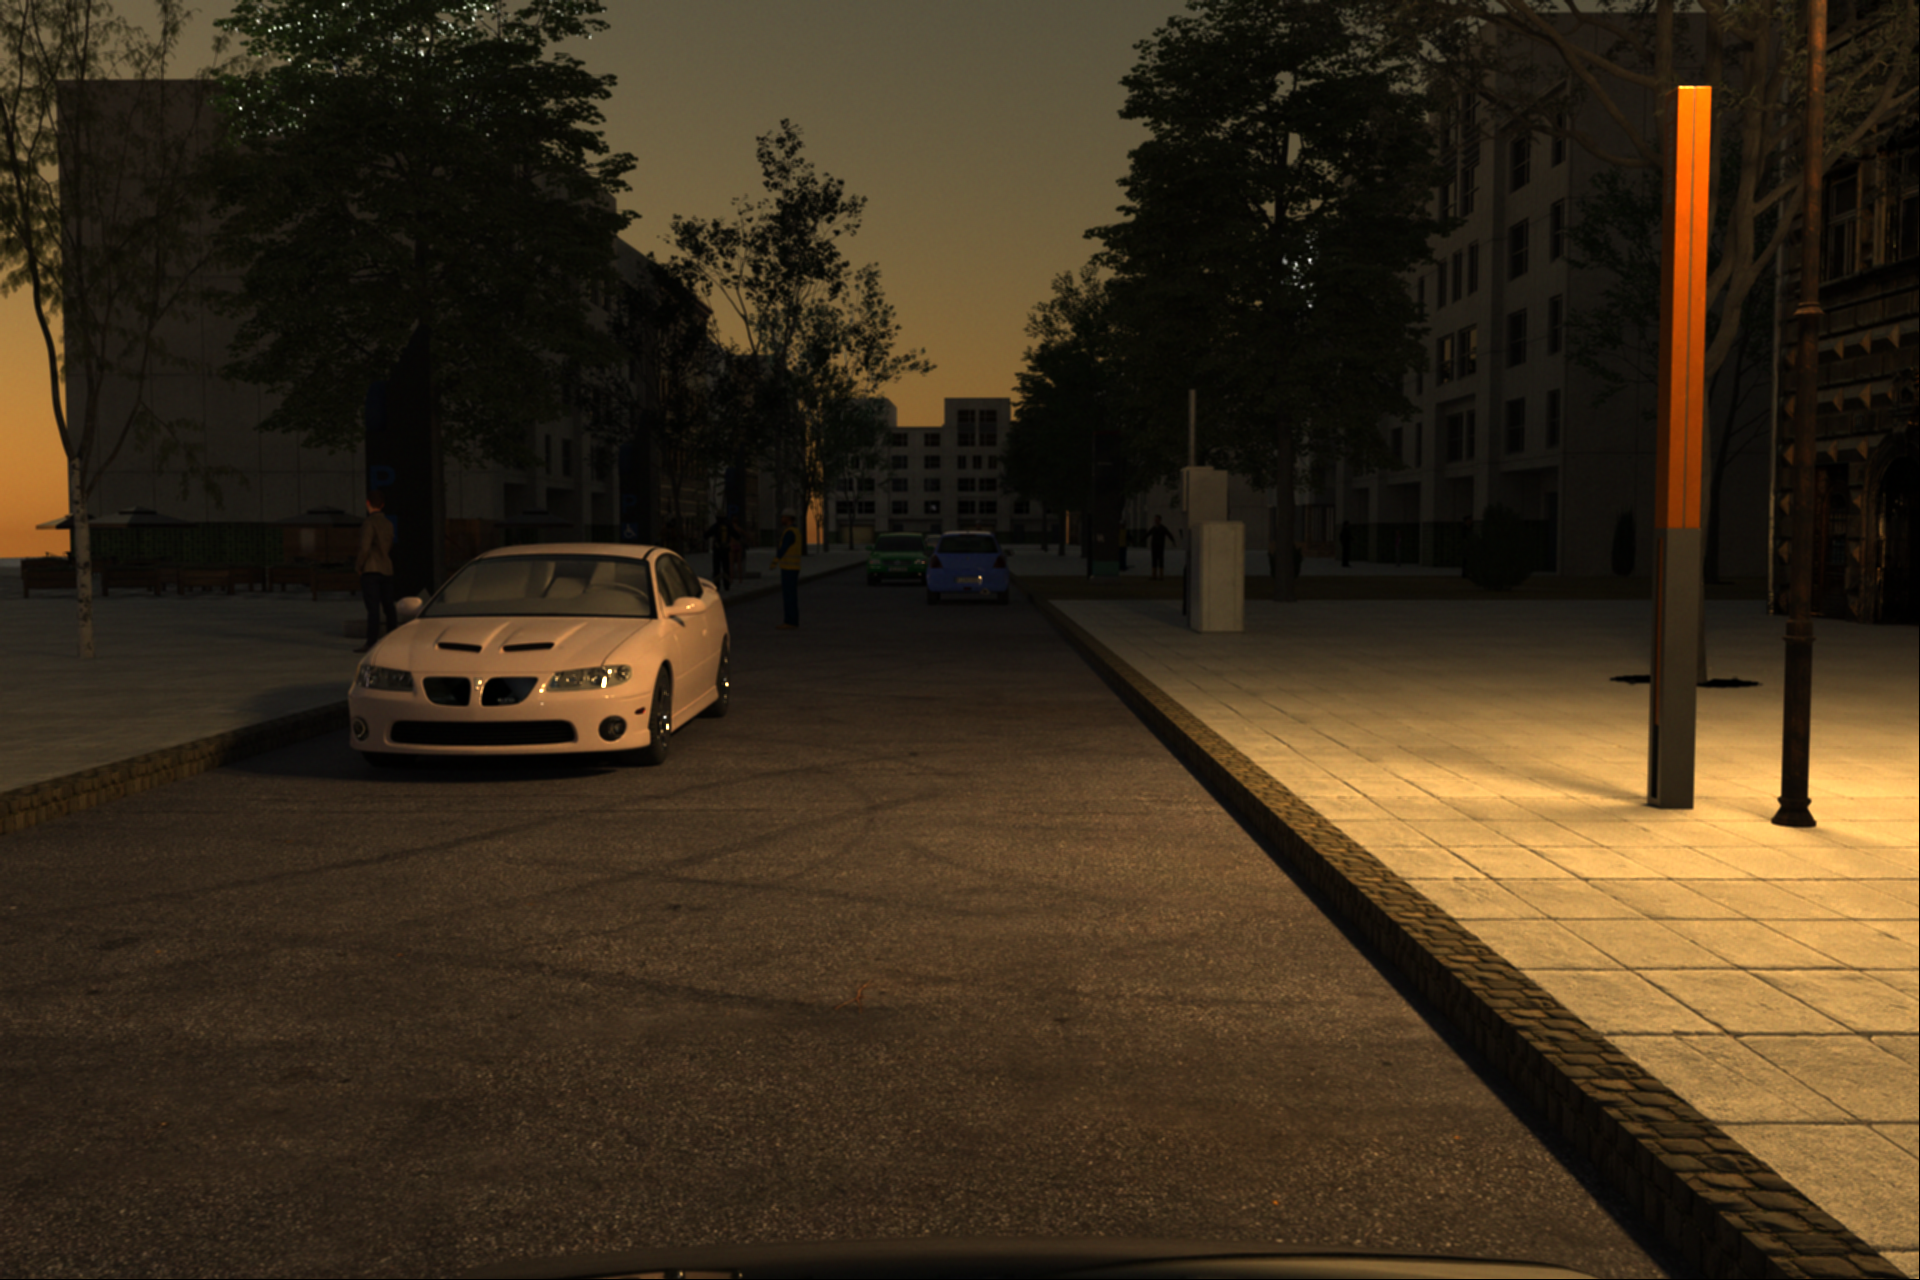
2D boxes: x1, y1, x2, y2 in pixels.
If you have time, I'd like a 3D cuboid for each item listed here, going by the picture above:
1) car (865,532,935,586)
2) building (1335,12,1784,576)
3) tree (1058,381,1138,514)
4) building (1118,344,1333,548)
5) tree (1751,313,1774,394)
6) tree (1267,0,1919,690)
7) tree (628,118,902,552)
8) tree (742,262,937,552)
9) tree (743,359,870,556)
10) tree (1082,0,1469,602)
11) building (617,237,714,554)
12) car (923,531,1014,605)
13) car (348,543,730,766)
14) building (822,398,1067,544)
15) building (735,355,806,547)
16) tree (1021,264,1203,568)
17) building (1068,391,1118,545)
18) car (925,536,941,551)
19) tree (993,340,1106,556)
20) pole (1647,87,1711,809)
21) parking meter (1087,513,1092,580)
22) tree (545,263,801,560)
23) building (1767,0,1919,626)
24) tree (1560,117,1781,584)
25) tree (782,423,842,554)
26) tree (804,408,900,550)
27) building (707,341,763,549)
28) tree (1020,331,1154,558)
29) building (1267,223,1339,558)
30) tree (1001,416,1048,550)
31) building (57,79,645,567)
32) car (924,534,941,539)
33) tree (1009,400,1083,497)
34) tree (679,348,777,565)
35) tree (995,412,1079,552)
[{"bbox_3d":[-1.684,-2.482,49.384,1.959,1.807,4.718,0,4,1],"label":"car"},{"bbox_3d":[26.520,-12.298,67.536,16.747,18.905,31.486,0,3,0],"label":"building"},{"bbox_3d":[6.272,-8.179,84.084,4.360,8.622,3.978,0,3,0],"label":"tree"},{"bbox_3d":[25.205,-18.570,170.069,16.747,18.905,31.486,0,4,0],"label":"building"},{"bbox_3d":[20.484,-7.185,35.598,7.486,12.596,7.792,0,3,0],"label":"tree"},{"bbox_3d":[6.289,-6.357,14.303,12.009,13.543,11.850,0,3,0],"label":"tree"},{"bbox_3d":[-9.195,-13.814,81.748,12.611,20.169,13.585,0,3,0],"label":"tree"},{"bbox_3d":[-8.436,-16.198,120.730,12.611,20.169,13.585,0,3,0],"label":"tree"},{"bbox_3d":[-9.004,-10.761,101.692,9.928,11.665,9.643,0,3,0],"label":"tree"},{"bbox_3d":[5.837,-6.987,32.358,7.486,12.596,7.792,0,3,0],"label":"tree"},{"bbox_3d":[-26.520,-16.985,108.626,19.493,23.208,18.063,0,4,1],"label":"building"},{"bbox_3d":[0.176,-1.638,36.372,1.945,1.707,3.694,0,4,1],"label":"car"},{"bbox_3d":[-2.754,0.008,12.229,2.083,1.381,4.827,0,3,0],"label":"car"},{"bbox_3d":[-1.704,-22.172,231.418,31.486,18.905,16.747,0,4,2],"label":"building"},{"bbox_3d":[-26.575,-19.578,186.561,16.747,18.905,31.486,0,4,1],"label":"building"},{"bbox_3d":[6.110,-8.602,66.393,9.928,11.665,9.643,0,3,0],"label":"tree"},{"bbox_3d":[22.695,-22.850,204.521,19.493,23.208,18.063,0,3,0],"label":"building"},{"bbox_3d":[-0.753,-3.655,72.128,2.083,1.381,4.827,0,4,-1],"label":"car"},{"bbox_3d":[5.777,-11.229,101.716,7.486,12.596,7.792,0,3,0],"label":"tree"},{"bbox_3d":[3.344,-0.869,8.055,0.158,3.312,0.155,0,3,0],"label":"pole"},{"bbox_3d":[3.768,-2.620,48.543,0.399,1.863,0.255,0,4,0],"label":"parking meter"},{"bbox_3d":[-9.631,-7.639,59.304,8.767,10.594,7.601,-1,4,-22],"label":"tree"},{"bbox_3d":[22.137,-11.436,17.911,19.493,23.208,18.063,0,3,0],"label":"building"},{"bbox_3d":[19.260,-7.245,44.216,9.928,11.665,9.643,0,3,0],"label":"tree"},{"bbox_3d":[-8.847,-9.796,110.521,4.360,8.622,3.978,0,3,0],"label":"tree"},{"bbox_3d":[-8.520,-12.891,136.517,9.928,11.665,9.643,0,3,0],"label":"tree"},{"bbox_3d":[-28.817,-20.008,158.052,19.493,23.208,18.063,0,4,1],"label":"building"},{"bbox_3d":[6.841,-10.617,91.713,7.486,12.596,7.792,0,3,0],"label":"tree"},{"bbox_3d":[24.223,-15.292,106.446,16.016,20.090,11.380,0,4,0],"label":"building"},{"bbox_3d":[6.773,-12.937,137.281,9.928,11.665,9.643,0,3,0],"label":"tree"},{"bbox_3d":[-26.558,-13.271,83.432,16.747,18.905,31.486,0,4,1],"label":"building"},{"bbox_3d":[-1.993,-7.240,130.370,2.014,1.417,4.499,0,3,0],"label":"car"},{"bbox_3d":[6.428,-10.892,112.501,8.767,10.594,7.601,3,5,42],"label":"tree"},{"bbox_3d":[-9.544,-7.287,69.508,4.737,8.622,4.395,0,3,0],"label":"tree"},{"bbox_3d":[5.860,-11.574,123.653,7.601,10.594,8.767,-2,4,-30],"label":"tree"}]
